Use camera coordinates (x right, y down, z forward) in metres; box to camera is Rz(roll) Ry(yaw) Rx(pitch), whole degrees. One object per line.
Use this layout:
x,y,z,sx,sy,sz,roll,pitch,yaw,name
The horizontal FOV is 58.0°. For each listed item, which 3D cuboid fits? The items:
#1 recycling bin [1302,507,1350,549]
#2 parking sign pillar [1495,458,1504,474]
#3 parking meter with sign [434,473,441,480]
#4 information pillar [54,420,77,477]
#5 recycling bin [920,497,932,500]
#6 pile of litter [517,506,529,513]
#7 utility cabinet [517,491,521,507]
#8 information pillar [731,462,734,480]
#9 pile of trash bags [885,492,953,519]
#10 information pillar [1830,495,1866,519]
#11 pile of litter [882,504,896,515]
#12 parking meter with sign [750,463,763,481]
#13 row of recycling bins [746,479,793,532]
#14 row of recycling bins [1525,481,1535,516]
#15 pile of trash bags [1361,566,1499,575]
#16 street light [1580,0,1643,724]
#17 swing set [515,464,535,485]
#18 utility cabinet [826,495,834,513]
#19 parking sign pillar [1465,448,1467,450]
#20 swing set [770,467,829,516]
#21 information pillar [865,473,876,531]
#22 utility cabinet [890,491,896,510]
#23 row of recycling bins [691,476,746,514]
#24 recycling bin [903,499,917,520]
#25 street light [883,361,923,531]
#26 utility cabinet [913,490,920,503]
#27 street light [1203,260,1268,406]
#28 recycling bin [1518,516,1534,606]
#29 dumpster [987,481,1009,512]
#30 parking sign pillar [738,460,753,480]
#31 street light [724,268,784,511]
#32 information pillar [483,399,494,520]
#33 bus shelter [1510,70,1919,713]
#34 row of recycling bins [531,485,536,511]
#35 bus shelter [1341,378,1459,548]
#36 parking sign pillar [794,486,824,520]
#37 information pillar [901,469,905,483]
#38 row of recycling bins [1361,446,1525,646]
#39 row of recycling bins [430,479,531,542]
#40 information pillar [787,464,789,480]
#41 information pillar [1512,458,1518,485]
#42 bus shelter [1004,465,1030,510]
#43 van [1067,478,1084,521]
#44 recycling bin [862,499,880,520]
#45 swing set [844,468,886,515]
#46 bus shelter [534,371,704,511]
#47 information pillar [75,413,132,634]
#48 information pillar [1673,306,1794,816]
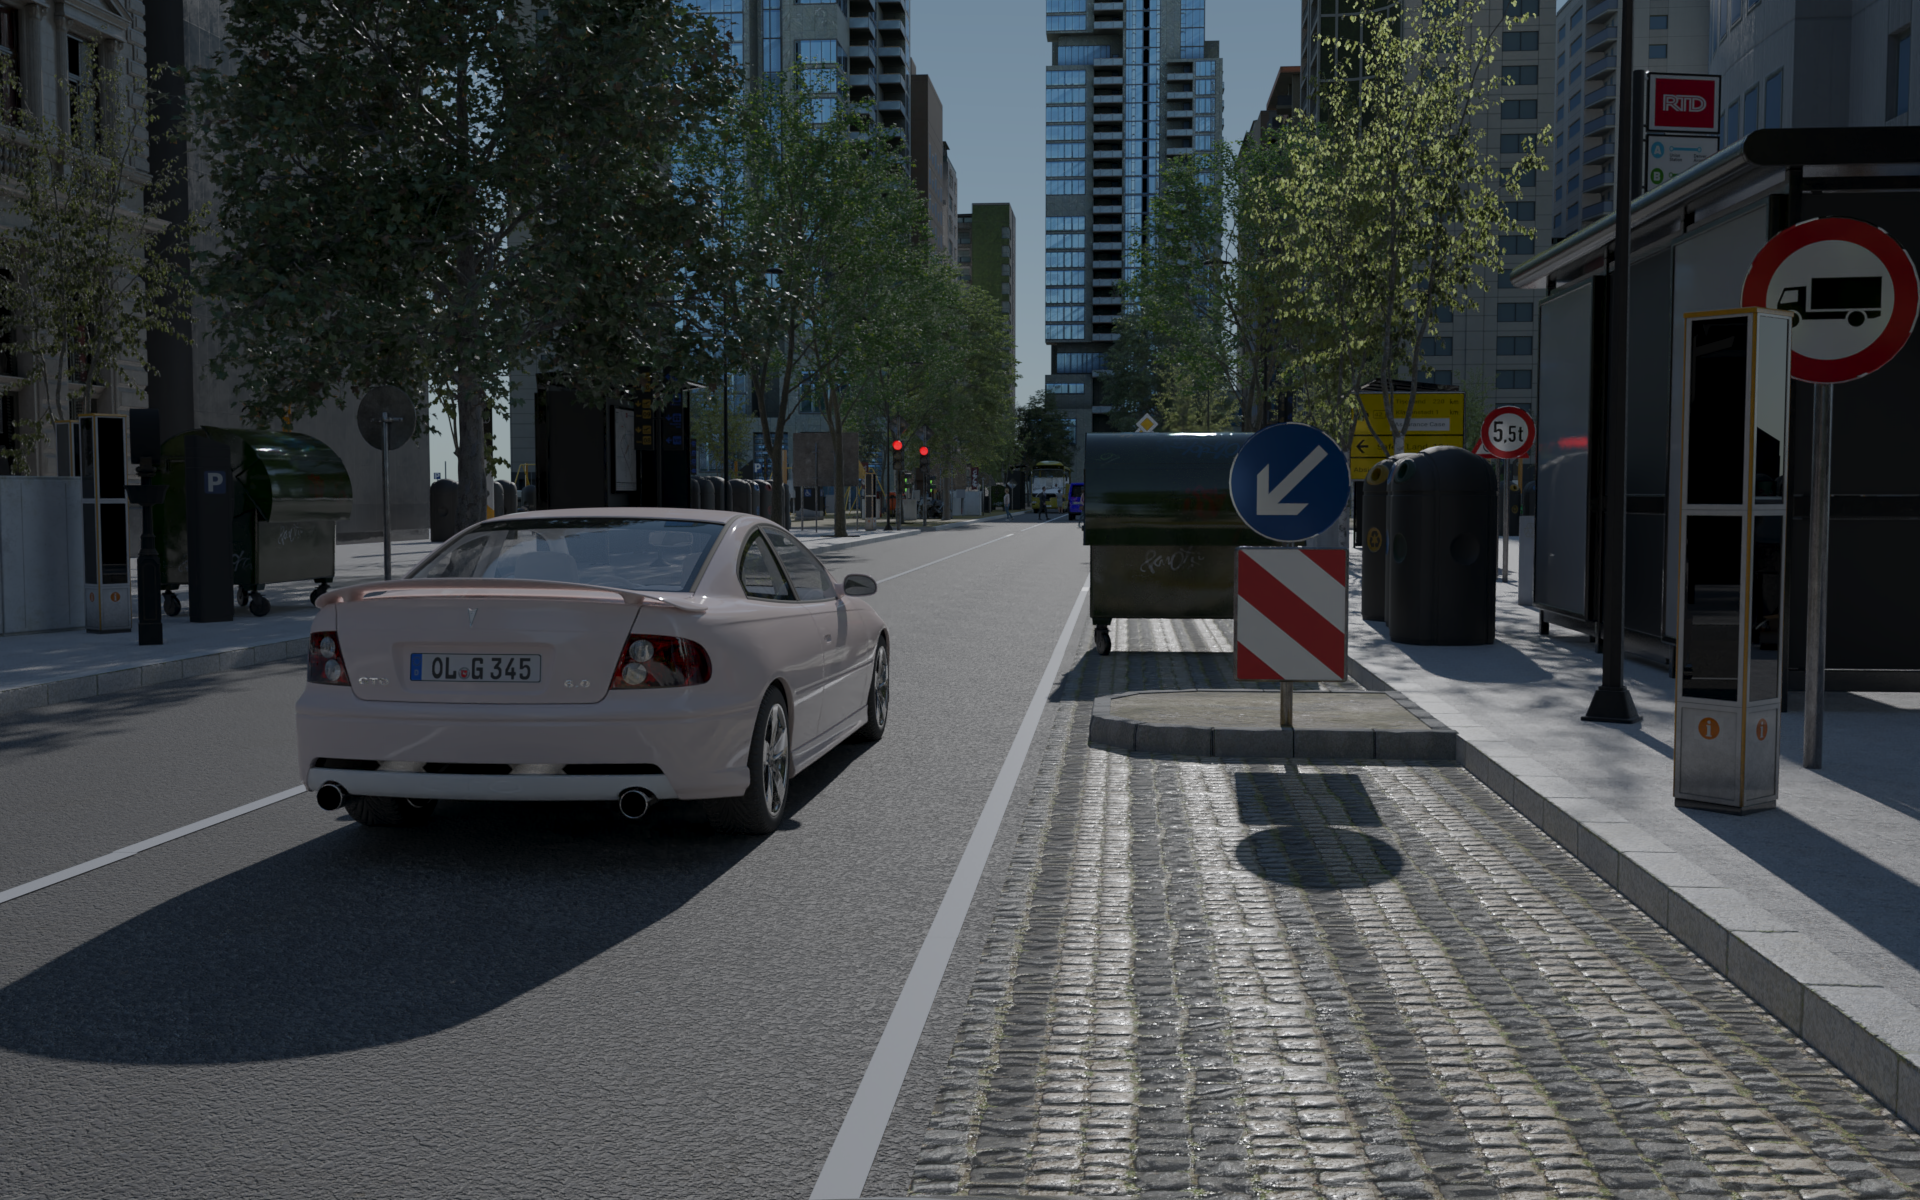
7.026,-1.269,33.294,0.722,1.027,0.722,-1,4,-9,recycling bin
24.323,-5.475,77.986,1.447,3.967,1.447,1,4,14,parking sign pillar
-42.300,-8.764,139.552,0.543,3.016,1.738,0,4,-3,parking meter with sign
-8.835,-0.789,17.393,0.304,2.012,0.304,2,4,35,information pillar
-2.557,-7.244,130.998,0.722,1.027,0.722,1,4,17,recycling bin
-15.437,-2.904,61.437,1.719,0.858,1.176,-1,4,-13,pile of litter
-28.983,-6.384,113.054,1.173,1.500,0.318,2,4,29,utility cabinet
-16.680,-8.299,127.048,0.183,3.616,0.504,0,4,5,information pillar
-2.175,-4.878,89.501,3.447,1.369,1.912,-1,4,-16,pile of trash bags
8.656,-0.758,16.892,0.304,2.012,0.304,2,4,31,information pillar
-4.343,-5.733,107.701,1.719,0.858,1.176,1,4,15,pile of litter
-11.683,-6.137,96.600,0.543,3.016,1.738,2,4,25,parking meter with sign
-5.866,-2.554,48.863,1.069,1.692,3.534,1,4,14,row of recycling bins
18.086,-2.810,53.064,3.534,1.692,1.069,0,4,6,row of recycling bins
8.115,-1.178,29.005,1.912,1.369,3.447,0,4,-7,pile of trash bags
3.164,-2.274,9.714,1.470,5.913,1.316,0,4,5,street light
-21.769,-5.657,90.105,3.119,2.851,2.862,2,4,26,swing set
-8.665,-6.529,117.909,1.020,1.237,0.306,2,4,35,utility cabinet
30.422,-7.034,103.472,1.447,3.967,1.447,3,5,39,parking sign pillar
-9.756,-6.374,101.841,3.119,2.851,2.862,3,4,36,swing set
-3.114,-3.420,60.401,0.304,2.012,0.304,2,4,23,information pillar
-4.340,-6.489,114.771,0.318,1.500,1.173,-2,4,-25,utility cabinet
-5.919,-1.978,39.450,1.069,1.692,3.534,0,4,7,row of recycling bins
-2.524,-4.409,84.638,0.722,1.027,0.722,-1,4,-10,recycling bin
-1.979,-5.385,60.586,1.470,5.913,1.316,0,4,5,street light
-2.449,-5.394,96.864,0.318,1.500,1.173,0,4,-7,utility cabinet
5.509,-3.782,34.377,1.470,5.913,1.316,0,4,5,street light
6.918,-0.448,19.877,0.722,1.027,0.722,-2,4,-33,recycling bin
2.774,-7.627,127.194,1.502,2.255,1.985,0,4,5,dumpster
-16.746,-8.946,134.734,1.447,3.967,1.447,-3,4,-39,parking sign pillar
-4.310,-3.867,35.768,1.470,5.913,1.316,0,4,5,street light
-11.358,-3.055,41.306,0.504,3.616,0.183,0,4,-2,information pillar
5.961,-2.236,14.189,2.179,5.291,8.768,0,4,5,bus shelter
-18.492,-4.446,79.798,3.534,1.692,1.069,-3,5,-42,row of recycling bins
9.532,-2.854,37.952,1.731,3.624,6.357,0,4,6,bus shelter
-7.399,-5.897,84.886,1.447,3.967,1.447,1,4,15,parking sign pillar
-4.494,-8.856,136.157,0.183,3.616,0.504,-3,5,-44,information pillar
4.401,-0.560,16.273,1.069,1.692,3.534,1,4,8,row of recycling bins
-13.364,-2.494,47.897,1.069,1.692,3.534,1,4,18,row of recycling bins
-13.218,-8.669,133.099,0.183,3.616,0.504,0,4,6,information pillar
33.272,-6.863,103.559,0.504,3.616,0.183,0,4,-3,information pillar
4.648,-9.150,140.879,1.731,3.624,6.357,0,4,5,bus shelter
6.989,-5.570,95.448,2.240,2.365,5.245,0,4,6,van
-4.497,-4.577,87.385,0.722,1.027,0.722,-1,4,-22,recycling bin
-5.570,-6.407,102.368,2.862,2.851,3.119,1,4,11,swing set
-6.573,-2.629,34.274,1.731,3.624,6.357,0,4,6,bus shelter
-7.883,-0.703,15.980,0.304,2.012,0.304,3,4,38,information pillar
3.132,-0.155,7.029,0.304,2.012,0.304,-3,4,-38,information pillar
